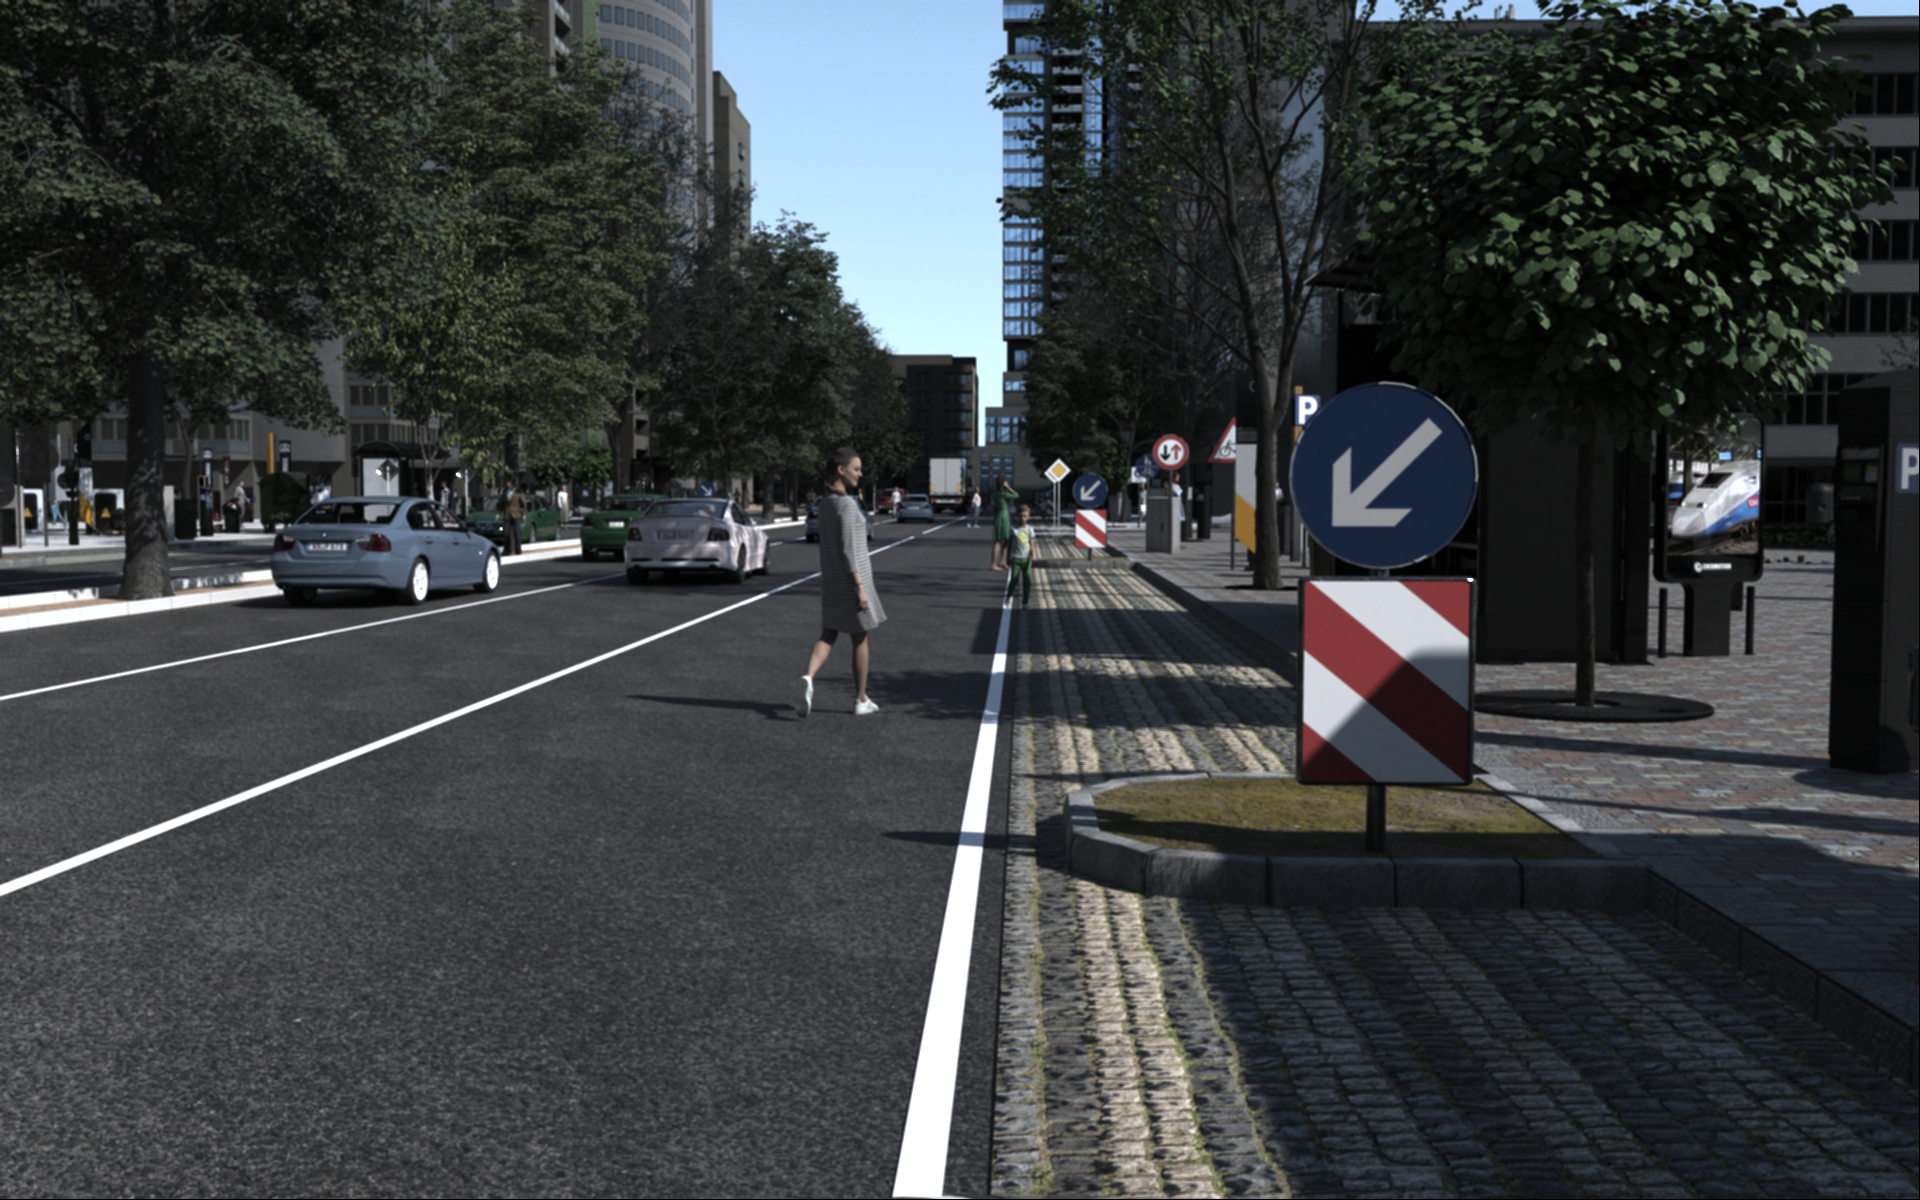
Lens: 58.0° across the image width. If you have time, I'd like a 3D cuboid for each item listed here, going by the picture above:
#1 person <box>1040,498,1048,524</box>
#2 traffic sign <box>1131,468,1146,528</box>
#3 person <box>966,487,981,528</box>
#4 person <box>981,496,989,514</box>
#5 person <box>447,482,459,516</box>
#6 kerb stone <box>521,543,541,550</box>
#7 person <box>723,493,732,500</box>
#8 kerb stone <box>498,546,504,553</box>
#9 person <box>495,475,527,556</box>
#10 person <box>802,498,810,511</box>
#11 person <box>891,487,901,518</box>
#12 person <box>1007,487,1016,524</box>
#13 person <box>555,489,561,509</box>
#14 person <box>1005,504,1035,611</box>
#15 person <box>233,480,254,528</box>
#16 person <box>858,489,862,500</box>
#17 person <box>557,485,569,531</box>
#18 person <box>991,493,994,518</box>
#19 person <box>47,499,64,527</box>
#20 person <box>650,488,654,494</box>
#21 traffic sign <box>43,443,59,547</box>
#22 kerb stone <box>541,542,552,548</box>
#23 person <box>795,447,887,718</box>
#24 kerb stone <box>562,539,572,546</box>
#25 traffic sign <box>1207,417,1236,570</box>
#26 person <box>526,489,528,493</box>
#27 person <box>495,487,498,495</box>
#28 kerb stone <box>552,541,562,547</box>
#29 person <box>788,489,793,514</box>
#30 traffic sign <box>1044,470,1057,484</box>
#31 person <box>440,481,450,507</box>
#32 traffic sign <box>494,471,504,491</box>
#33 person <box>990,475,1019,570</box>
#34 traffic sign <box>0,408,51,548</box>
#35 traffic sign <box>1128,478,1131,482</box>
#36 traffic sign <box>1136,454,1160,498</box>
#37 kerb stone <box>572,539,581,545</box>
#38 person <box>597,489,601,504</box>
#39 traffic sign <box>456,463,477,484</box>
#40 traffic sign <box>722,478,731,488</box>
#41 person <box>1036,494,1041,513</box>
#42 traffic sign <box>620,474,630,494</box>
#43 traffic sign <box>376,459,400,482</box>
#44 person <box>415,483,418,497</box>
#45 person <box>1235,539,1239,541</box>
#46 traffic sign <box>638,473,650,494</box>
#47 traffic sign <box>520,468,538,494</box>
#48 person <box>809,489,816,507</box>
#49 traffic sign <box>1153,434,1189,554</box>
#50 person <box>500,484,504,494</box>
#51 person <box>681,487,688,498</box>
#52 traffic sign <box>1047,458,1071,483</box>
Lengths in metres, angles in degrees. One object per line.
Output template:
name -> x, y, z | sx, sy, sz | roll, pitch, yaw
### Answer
person -> 3.981, -4.223, 82.231 | 0.352, 1.250, 0.332 | -2, 4, -29
traffic sign -> 6.750, -3.867, 65.359 | 0.606, 2.300, 0.079 | 1, 4, 12
person -> 0.565, -3.936, 73.530 | 0.598, 1.740, 0.731 | 0, 4, 4
person -> 1.869, -7.004, 127.287 | 0.640, 1.303, 0.475 | 1, 4, 17
person -> -23.373, -4.507, 79.754 | 0.581, 1.822, 0.654 | -3, 4, -38
kerb stone -> -11.065, -1.367, 44.626 | 0.120, 0.150, 1.000 | 0, 4, 2
person -> -13.524, -5.650, 100.904 | 0.660, 1.820, 0.620 | 2, 4, 25
kerb stone -> -11.137, -1.246, 42.573 | 0.120, 0.150, 1.000 | 0, 4, 2
person -> -9.901, -1.820, 38.172 | 0.656, 1.842, 0.836 | -2, 4, -25
person -> -11.894, -7.511, 136.807 | 1.012, 1.151, 0.738 | 3, 5, 43
person -> -3.730, -5.730, 102.057 | 0.514, 1.842, 0.818 | -3, 5, -40
person -> 2.469, -4.552, 83.273 | 0.624, 1.780, 0.694 | -1, 4, -18
person -> -24.017, -5.959, 103.890 | 0.576, 1.772, 0.534 | -3, 4, -36
person -> 0.737, -0.528, 21.389 | 0.306, 1.304, 0.590 | -1, 4, -23
person -> -27.555, -3.682, 66.365 | 0.853, 1.813, 0.709 | 0, 4, 3
person -> -5.658, -5.529, 99.565 | 0.598, 1.740, 0.731 | -1, 4, -22
person -> -15.592, -3.616, 67.855 | 0.478, 1.798, 0.641 | -3, 5, -39
person -> 2.076, -5.684, 104.026 | 0.503, 1.515, 0.523 | 1, 4, 13
person -> -35.198, -3.700, 67.373 | 0.643, 1.720, 0.563 | 0, 4, -6
person -> -15.227, -4.688, 85.900 | 0.760, 1.731, 0.466 | -1, 4, -14
traffic sign -> -22.318, -2.577, 42.238 | 0.768, 2.556, 0.104 | 1, 4, 9
kerb stone -> -11.015, -1.434, 45.647 | 0.120, 0.150, 1.000 | 0, 4, 2
person -> -0.762, -0.114, 11.115 | 0.466, 1.731, 0.760 | 2, 4, 27
kerb stone -> -10.940, -1.560, 47.694 | 0.120, 0.150, 1.000 | 0, 4, 2
traffic sign -> 4.612, -1.789, 29.250 | 0.884, 2.594, 0.081 | 1, 4, 9
person -> -24.303, -5.544, 96.967 | 0.850, 1.792, 0.678 | -3, 5, -42
person -> -31.847, -6.906, 119.320 | 0.532, 1.782, 0.716 | -1, 4, -22
kerb stone -> -10.984, -1.497, 46.673 | 0.120, 0.150, 1.000 | 0, 4, 2
person -> -12.416, -7.248, 127.019 | 0.555, 1.821, 0.388 | 3, 5, 40
traffic sign -> 3.508, -3.779, 63.970 | 0.795, 2.593, 0.064 | 0, 4, 2
person -> -21.289, -4.009, 71.692 | 0.778, 1.811, 0.616 | -1, 4, -11
traffic sign -> -21.994, -5.075, 83.076 | 0.768, 2.556, 0.104 | 1, 4, 8
person -> 0.762, -1.457, 32.562 | 0.529, 1.795, 0.600 | -2, 4, -33
traffic sign -> -22.589, -2.882, 40.991 | 2.265, 3.308, 0.079 | 0, 4, 7
traffic sign -> 9.418, -6.070, 99.357 | 0.768, 2.556, 0.104 | 1, 4, 9
traffic sign -> 6.027, -3.395, 55.619 | 0.768, 2.556, 0.104 | 1, 4, 9
kerb stone -> -10.915, -1.622, 48.718 | 0.120, 0.150, 1.000 | 0, 4, 2
person -> -21.796, -5.946, 103.541 | 0.573, 1.790, 0.520 | 1, 4, 17
traffic sign -> -18.470, -3.830, 64.803 | 0.795, 2.593, 0.064 | 0, 4, 2
traffic sign -> -18.895, -8.573, 140.271 | 0.768, 2.556, 0.104 | 1, 4, 9
person -> 6.046, -7.371, 129.139 | 0.853, 1.813, 0.709 | -3, 5, -44
traffic sign -> -20.864, -6.561, 107.381 | 0.768, 2.556, 0.104 | 0, 4, 5
traffic sign -> -18.766, -3.342, 56.824 | 0.795, 2.593, 0.064 | 0, 4, 2
person -> -25.577, -4.589, 81.103 | 0.654, 1.822, 0.581 | 0, 4, 2
person -> 7.732, -2.433, 46.221 | 0.834, 1.777, 0.661 | 2, 4, 28
traffic sign -> -19.179, -6.418, 105.046 | 0.768, 2.556, 0.104 | 1, 4, 9
traffic sign -> -21.041, -5.172, 84.569 | 0.884, 2.594, 0.081 | 0, 4, 3
person -> -10.838, -7.252, 127.077 | 0.555, 1.821, 0.388 | 1, 4, 19
traffic sign -> 4.493, -2.255, 36.976 | 0.768, 2.556, 0.104 | 0, 4, 8
person -> -17.856, -3.623, 67.600 | 0.748, 1.841, 0.638 | 1, 4, 9
person -> -15.345, -5.394, 96.801 | 0.767, 1.812, 0.694 | -1, 4, -19
traffic sign -> 3.212, -3.291, 55.990 | 0.795, 2.593, 0.064 | 0, 4, 2
